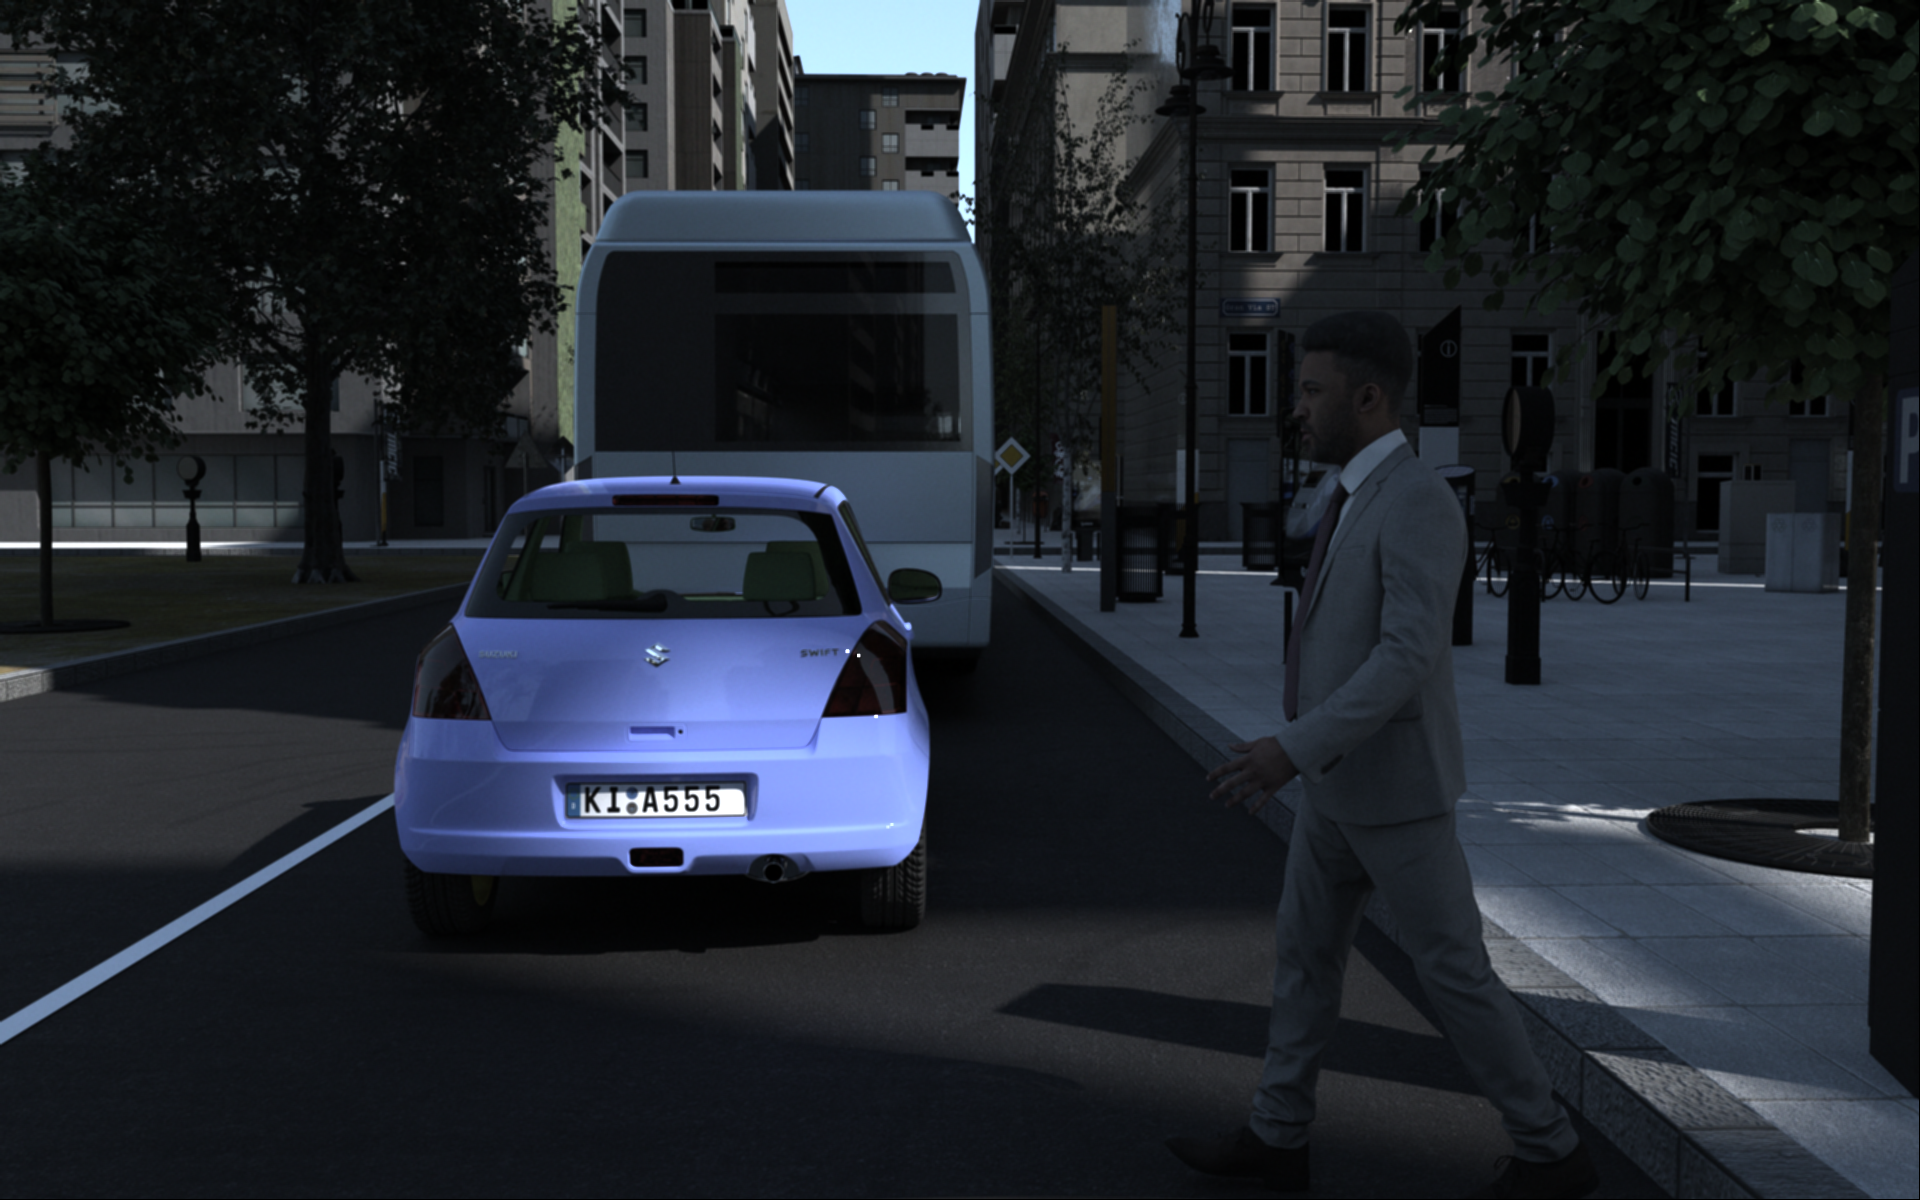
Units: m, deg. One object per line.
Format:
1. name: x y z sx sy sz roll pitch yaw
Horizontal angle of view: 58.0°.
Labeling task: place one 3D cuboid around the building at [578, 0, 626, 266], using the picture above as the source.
1. building: -23.499 -38.947 75.033 20.563 71.187 20.611 0 4 -2

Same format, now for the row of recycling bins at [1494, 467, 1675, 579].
1. row of recycling bins: 10.013 -1.271 27.891 1.069 1.692 3.534 -2 4 -25

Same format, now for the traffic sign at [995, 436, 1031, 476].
1. traffic sign: 1.058 -1.998 34.865 0.795 2.593 0.064 0 4 -2

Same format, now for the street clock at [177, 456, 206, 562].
1. street clock: -14.572 -1.732 32.886 0.471 2.002 0.358 1 4 15

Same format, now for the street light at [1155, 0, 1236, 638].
1. street light: 2.056 -2.605 15.376 0.468 5.910 1.993 0 4 -2

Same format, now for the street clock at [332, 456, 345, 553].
1. street clock: -11.894 -1.740 33.015 0.358 2.002 0.471 -2 4 -32

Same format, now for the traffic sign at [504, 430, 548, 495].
1. traffic sign: -8.780 -2.144 35.054 0.884 2.594 0.081 0 4 2

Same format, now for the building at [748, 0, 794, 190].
1. building: -26.191 -32.517 155.357 21.300 48.544 21.600 0 4 -2

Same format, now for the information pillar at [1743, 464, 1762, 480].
1. information pillar: 19.493 -2.333 42.634 0.304 2.012 0.304 -1 4 -21

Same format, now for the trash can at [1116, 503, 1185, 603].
1. trash can: 2.115 -0.549 20.634 0.748 1.137 0.748 0 3 0

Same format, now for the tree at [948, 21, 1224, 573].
1. tree: 1.977 -4.749 28.007 4.360 8.622 3.978 0 3 0

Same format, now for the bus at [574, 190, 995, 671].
1. bus: -1.063 -1.363 17.142 2.948 3.499 13.247 0 3 0

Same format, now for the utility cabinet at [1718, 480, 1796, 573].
1. utility cabinet: 12.844 -1.178 27.938 1.173 1.500 0.318 -1 4 -12

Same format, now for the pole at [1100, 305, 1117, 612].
1. pole: 1.622 -1.530 18.862 0.158 3.312 0.155 0 3 0

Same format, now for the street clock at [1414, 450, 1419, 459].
1. street clock: 7.585 -1.481 28.791 0.471 2.002 0.358 -1 4 -17

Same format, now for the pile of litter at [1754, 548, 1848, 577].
1. pile of litter: 13.125 -0.793 26.933 1.719 0.858 1.176 0 4 -8

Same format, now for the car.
1. car: -1.023 0.160 6.981 1.945 1.707 3.694 0 4 -4

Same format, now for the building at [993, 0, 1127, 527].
1. building: 10.307 -14.998 78.493 16.112 22.955 30.059 0 4 -2

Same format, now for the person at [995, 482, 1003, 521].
1. person: 1.690 -4.505 79.606 0.656 1.842 0.836 2 4 35

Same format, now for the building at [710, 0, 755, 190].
1. building: -29.664 -33.073 129.984 28.713 52.752 27.495 0 4 -2

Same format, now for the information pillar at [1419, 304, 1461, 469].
1. information pillar: 5.929 -1.837 21.397 0.504 3.616 0.183 0 4 -4

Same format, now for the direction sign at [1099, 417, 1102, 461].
1. direction sign: 4.351 -3.617 51.142 0.379 3.537 0.876 3 4 37

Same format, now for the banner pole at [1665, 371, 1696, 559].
1. banner pole: 14.228 -2.706 34.266 0.863 3.779 0.401 -2 4 -27

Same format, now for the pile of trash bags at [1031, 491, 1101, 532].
1. pile of trash bags: 3.849 -3.076 60.037 3.447 1.369 1.912 -3 5 -39

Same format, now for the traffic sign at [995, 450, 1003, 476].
1. traffic sign: 0.806 -2.487 42.846 0.795 2.593 0.064 0 4 -2

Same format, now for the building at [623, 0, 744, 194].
1. building: -20.346 -20.183 101.699 14.160 30.474 14.107 0 4 -2

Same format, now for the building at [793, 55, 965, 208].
1. building: -11.235 -38.430 217.568 27.495 52.752 28.713 0 4 -2

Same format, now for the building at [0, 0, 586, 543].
1. building: -19.415 -22.457 50.763 14.154 41.232 14.086 0 4 -2

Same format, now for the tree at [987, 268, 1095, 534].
1. tree: 2.021 -6.444 55.727 4.737 8.622 4.395 0 3 0

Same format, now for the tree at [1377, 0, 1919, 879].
1. tree: 3.361 -1.376 6.209 4.285 4.588 4.351 0 3 0

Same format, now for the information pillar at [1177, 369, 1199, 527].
1. information pillar: 4.243 -2.507 32.346 0.183 3.616 0.504 -3 5 -42

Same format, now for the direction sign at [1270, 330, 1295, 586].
1. direction sign: 4.562 -1.976 24.311 0.379 3.537 0.876 2 4 24

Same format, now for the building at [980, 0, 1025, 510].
1. building: 15.439 -33.186 131.826 28.713 52.752 27.495 0 4 -2

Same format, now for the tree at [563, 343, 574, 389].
1. tree: -9.091 -6.115 50.344 4.360 8.622 3.978 0 3 0

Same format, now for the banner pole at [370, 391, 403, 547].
1. banner pole: -13.944 -3.185 42.096 0.863 3.779 0.401 0 3 0

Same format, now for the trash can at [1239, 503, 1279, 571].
1. trash can: 5.055 -1.067 29.094 0.748 1.137 0.748 0 3 0

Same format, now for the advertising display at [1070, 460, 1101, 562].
1. advertising display: 2.392 -1.707 33.115 0.123 1.923 0.974 3 5 43

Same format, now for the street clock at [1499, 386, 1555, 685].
1. street clock: 3.812 -0.434 11.674 0.358 2.002 0.471 0 4 2

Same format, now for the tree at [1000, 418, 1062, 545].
1. tree: 1.783 -3.045 44.386 1.663 3.219 1.824 0 3 0

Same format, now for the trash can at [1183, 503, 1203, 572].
1. trash can: 3.474 -0.967 27.462 0.748 1.137 0.748 0 3 0

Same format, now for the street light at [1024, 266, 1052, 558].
1. street light: 1.553 -3.774 34.485 0.468 5.910 1.993 0 4 -2

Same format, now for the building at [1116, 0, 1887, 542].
1. building: 17.683 -15.543 51.388 25.104 27.353 12.463 0 4 -2

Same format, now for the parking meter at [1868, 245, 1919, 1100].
1. parking meter: 2.181 0.120 3.751 0.255 1.863 0.399 1 4 11

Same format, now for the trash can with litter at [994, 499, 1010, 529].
1. trash can with litter: 1.468 -3.219 64.026 1.055 1.170 0.624 2 4 35

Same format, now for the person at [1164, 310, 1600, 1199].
1. person: 0.850 0.326 3.450 0.850 1.792 0.678 0 4 1

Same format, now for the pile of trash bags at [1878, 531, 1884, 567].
1. pile of trash bags: 17.498 -1.201 29.397 3.447 1.369 1.912 2 4 33

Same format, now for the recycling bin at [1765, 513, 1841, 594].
1. recycling bin: 11.068 -0.623 22.746 0.722 1.027 0.722 3 5 44

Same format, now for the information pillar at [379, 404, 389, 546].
1. information pillar: -14.324 -3.158 42.991 0.183 3.616 0.504 -1 4 -23

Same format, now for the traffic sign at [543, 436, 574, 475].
1. traffic sign: -7.933 -1.982 34.603 0.795 2.593 0.064 0 4 -2

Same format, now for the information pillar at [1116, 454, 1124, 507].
1. information pillar: 2.843 -1.683 32.016 0.304 2.012 0.304 1 4 21

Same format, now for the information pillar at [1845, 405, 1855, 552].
1. information pillar: 17.104 -2.541 32.900 0.504 3.616 0.183 2 4 26

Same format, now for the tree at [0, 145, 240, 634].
1. tree: -8.677 -1.998 16.384 4.285 4.588 4.351 0 3 0

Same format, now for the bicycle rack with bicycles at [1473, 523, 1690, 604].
1. bicycle rack with bicycles: 7.634 -0.486 21.324 2.852 0.926 2.925 0 4 -2

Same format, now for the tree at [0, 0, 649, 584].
1. tree: -9.314 -6.594 24.828 9.611 12.733 9.660 0 3 0

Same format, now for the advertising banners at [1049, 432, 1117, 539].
1. advertising banners: 3.551 -3.238 49.126 2.074 3.025 0.090 1 4 12

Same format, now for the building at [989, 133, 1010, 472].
1. building: 9.430 -19.090 105.633 14.314 27.812 24.014 0 4 -2

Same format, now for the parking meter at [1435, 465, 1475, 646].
1. parking meter: 4.190 -0.389 14.777 0.372 1.533 0.369 0 3 0

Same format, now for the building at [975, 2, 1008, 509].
1. building: 8.466 -30.748 152.833 14.600 45.320 14.200 0 4 -2

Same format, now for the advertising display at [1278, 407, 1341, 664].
1. advertising display: 2.619 -0.455 12.647 0.123 1.923 0.974 -1 4 -19
